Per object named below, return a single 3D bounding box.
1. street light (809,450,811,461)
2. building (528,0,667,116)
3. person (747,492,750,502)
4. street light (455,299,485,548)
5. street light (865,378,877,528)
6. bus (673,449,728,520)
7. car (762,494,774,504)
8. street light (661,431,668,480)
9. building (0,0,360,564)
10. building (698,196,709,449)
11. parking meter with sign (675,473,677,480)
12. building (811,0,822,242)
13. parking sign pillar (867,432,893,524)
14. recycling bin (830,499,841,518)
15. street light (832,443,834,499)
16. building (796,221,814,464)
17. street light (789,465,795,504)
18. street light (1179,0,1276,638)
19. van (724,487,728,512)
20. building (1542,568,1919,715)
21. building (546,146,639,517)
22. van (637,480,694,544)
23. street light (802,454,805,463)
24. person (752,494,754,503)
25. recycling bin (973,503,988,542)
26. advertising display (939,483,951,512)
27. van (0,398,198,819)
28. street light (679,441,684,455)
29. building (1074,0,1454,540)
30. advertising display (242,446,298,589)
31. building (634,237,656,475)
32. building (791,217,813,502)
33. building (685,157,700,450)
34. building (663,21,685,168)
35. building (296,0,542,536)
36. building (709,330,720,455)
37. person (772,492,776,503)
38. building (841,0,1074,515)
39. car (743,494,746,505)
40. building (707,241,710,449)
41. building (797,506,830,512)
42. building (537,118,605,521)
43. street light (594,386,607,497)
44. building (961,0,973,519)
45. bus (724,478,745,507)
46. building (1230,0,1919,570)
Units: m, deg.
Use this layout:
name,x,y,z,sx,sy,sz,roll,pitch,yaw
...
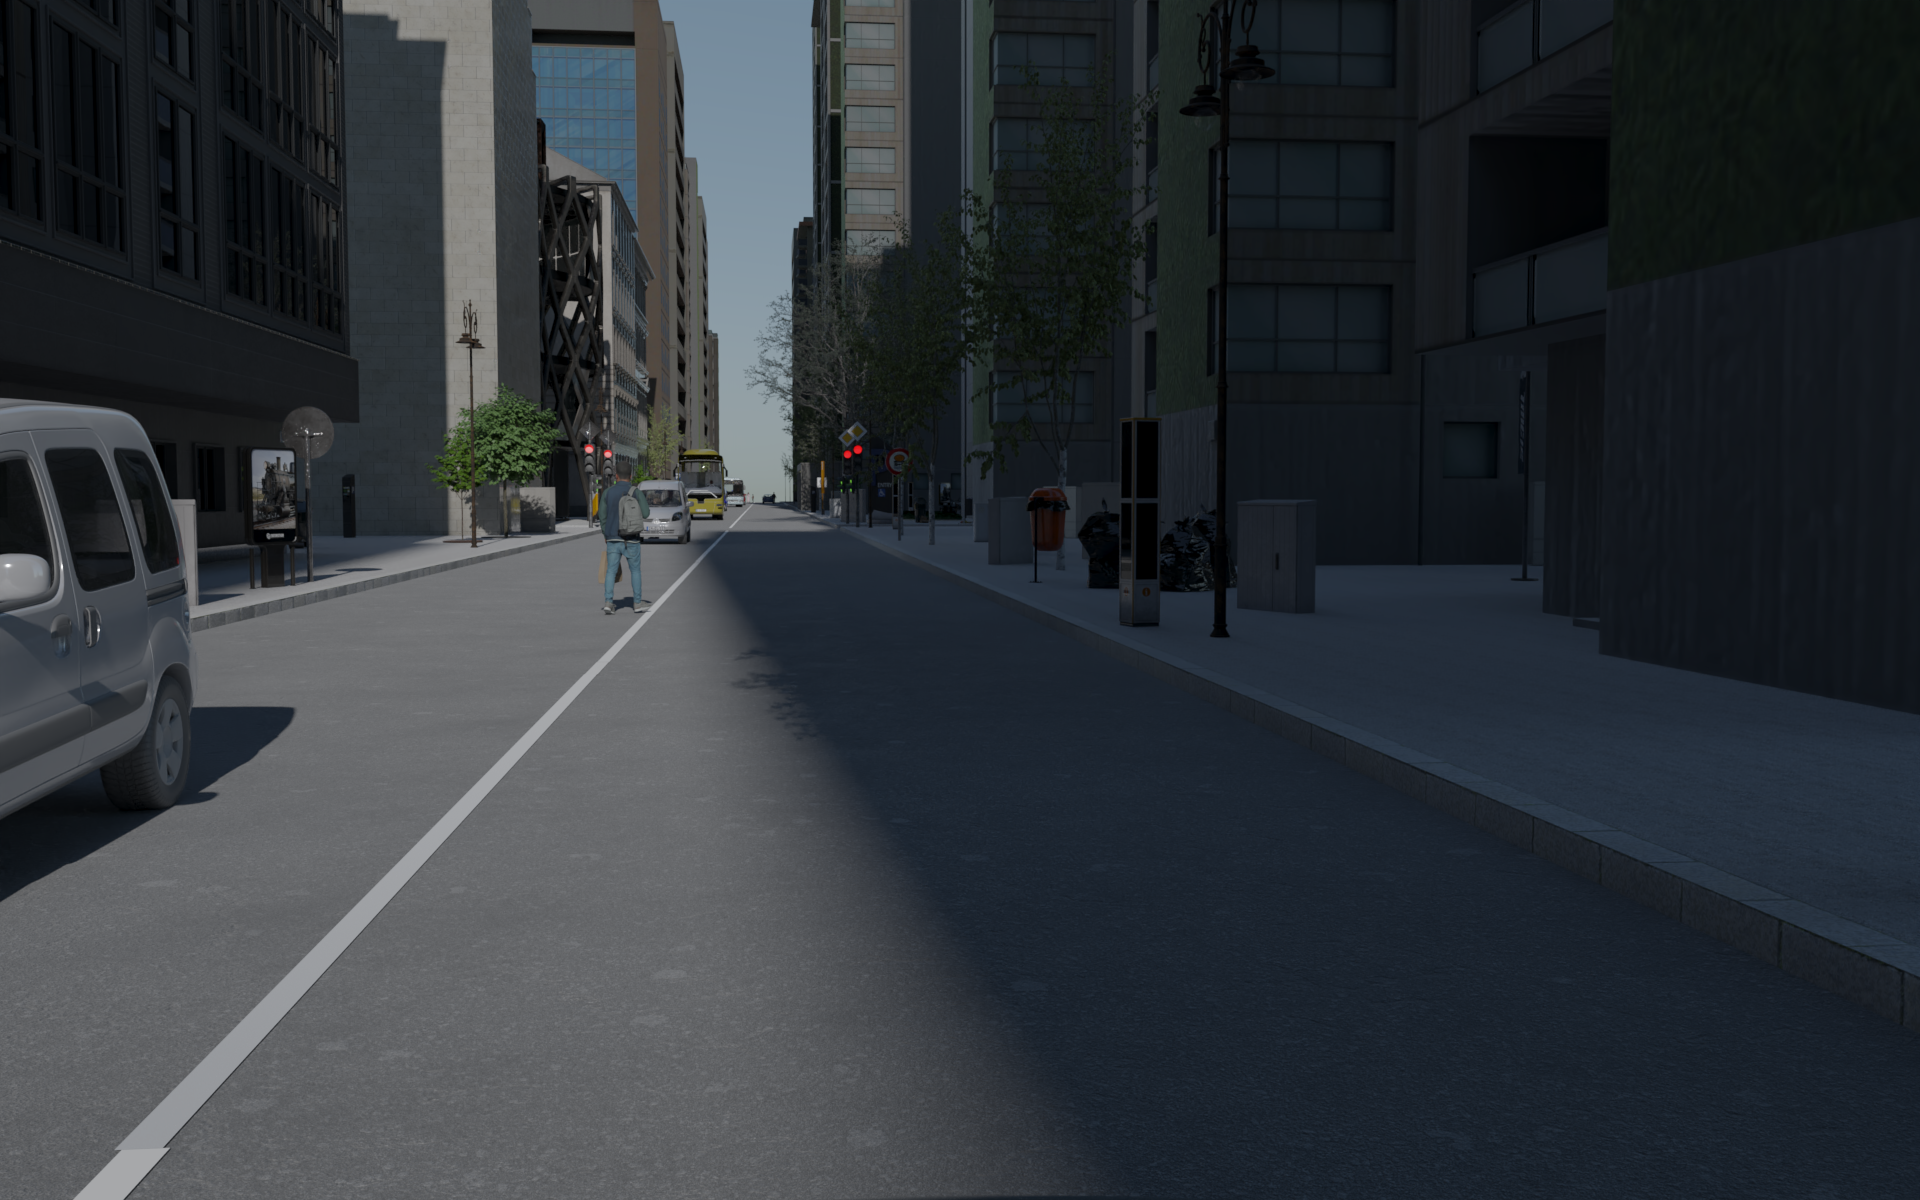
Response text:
name,x,y,z,sx,sy,sz,roll,pitch,yaw
street light,-12.873,-10.772,148.907,0.468,5.910,1.993,0,4,-6
building,-33.178,-30.790,153.529,14.600,45.320,14.200,0,4,-6
person,-36.702,-17.811,300.373,0.621,1.740,0.551,2,4,27
street light,-11.620,-4.187,41.253,0.468,5.910,1.993,0,4,-6
street light,-3.406,-5.687,65.775,0.468,5.910,1.993,0,4,-6
bus,-14.680,-6.540,98.471,2.896,3.916,12.252,0,4,-8
car,-28.779,-15.164,259.940,2.014,1.417,4.499,0,4,-5
street light,-21.131,-9.262,124.218,0.468,5.910,1.993,0,4,-6
building,-18.568,-14.122,24.405,14.314,27.812,24.014,0,4,-6
building,-49.667,-39.218,264.909,21.300,48.544,21.600,0,4,-6
parking meter with sign,-23.463,-9.052,144.258,0.543,3.016,1.738,-1,4,-11
building,0.341,-35.472,169.213,28.713,52.752,27.495,0,4,-6
parking sign pillar,-3.291,-5.268,74.611,1.447,3.967,1.447,2,4,24
recycling bin,-6.536,-4.919,92.980,0.722,1.027,0.722,-2,4,-27
street light,-7.247,-7.716,98.939,0.468,5.910,1.993,0,4,-6
building,-14.486,-37.791,272.500,22.147,44.769,28.867,0,4,-6
street light,-21.548,-15.420,224.900,0.468,5.910,1.993,0,4,-6
street light,2.334,-2.605,15.374,0.468,5.910,1.993,0,4,-6
van,-20.315,-8.516,143.625,2.240,2.365,5.245,0,4,-6
building,11.905,-20.276,15.111,14.154,41.232,14.086,0,4,-6
building,-24.862,-15.613,104.428,9.793,20.994,18.267,0,4,-6
van,-8.770,-2.668,50.638,2.013,2.044,4.112,0,4,-6
street light,-15.817,-12.369,175.018,0.468,5.910,1.993,0,4,-6
person,-34.269,-16.799,286.429,0.557,1.426,1.065,-2,4,-28
recycling bin,0.725,-2.072,46.435,0.722,1.027,0.722,0,4,-2
advertising display,-0.882,-5.772,99.583,0.123,1.923,0.974,3,4,37
van,-4.228,0.034,6.449,2.013,2.044,4.112,0,4,-8
street light,-24.018,-10.817,149.642,0.468,5.910,1.993,0,4,-6
building,7.204,-22.958,58.950,14.154,41.232,14.086,0,4,-6
advertising display,-9.447,-1.134,23.760,0.123,1.923,0.974,1,4,16
building,-28.228,-17.604,123.975,11.583,22.565,21.152,0,4,-6
building,-17.992,-41.225,297.724,21.300,48.544,21.600,0,4,-6
building,-38.004,-31.812,203.717,14.154,41.232,14.086,0,4,-6
building,-38.272,-33.464,170.834,21.300,48.544,21.600,0,4,-6
building,-23.191,-12.387,57.272,16.860,20.320,10.420,0,4,-6
building,-48.749,-32.220,298.504,14.160,30.474,14.107,0,4,-6
person,-28.427,-15.641,264.776,0.990,1.755,0.434,3,4,36
building,-0.887,-26.348,114.377,14.154,41.232,14.086,0,4,-6
car,-28.360,-12.981,220.915,2.281,1.827,5.304,0,4,-6
building,-48.273,-38.735,283.425,14.600,45.320,14.200,0,4,-6
building,-2.774,-42.842,138.712,20.563,71.187,20.611,0,4,-6
building,-25.403,-13.073,81.195,16.820,18.784,16.811,0,4,-6
street light,-15.333,-6.198,74.132,0.468,5.910,1.993,0,4,-6
building,15.046,-33.223,85.196,28.212,58.520,21.231,0,4,-6
bus,-25.401,-12.057,191.986,2.948,3.499,13.247,-1,4,-8
building,10.831,-21.626,37.175,14.154,41.232,14.086,0,4,-6
